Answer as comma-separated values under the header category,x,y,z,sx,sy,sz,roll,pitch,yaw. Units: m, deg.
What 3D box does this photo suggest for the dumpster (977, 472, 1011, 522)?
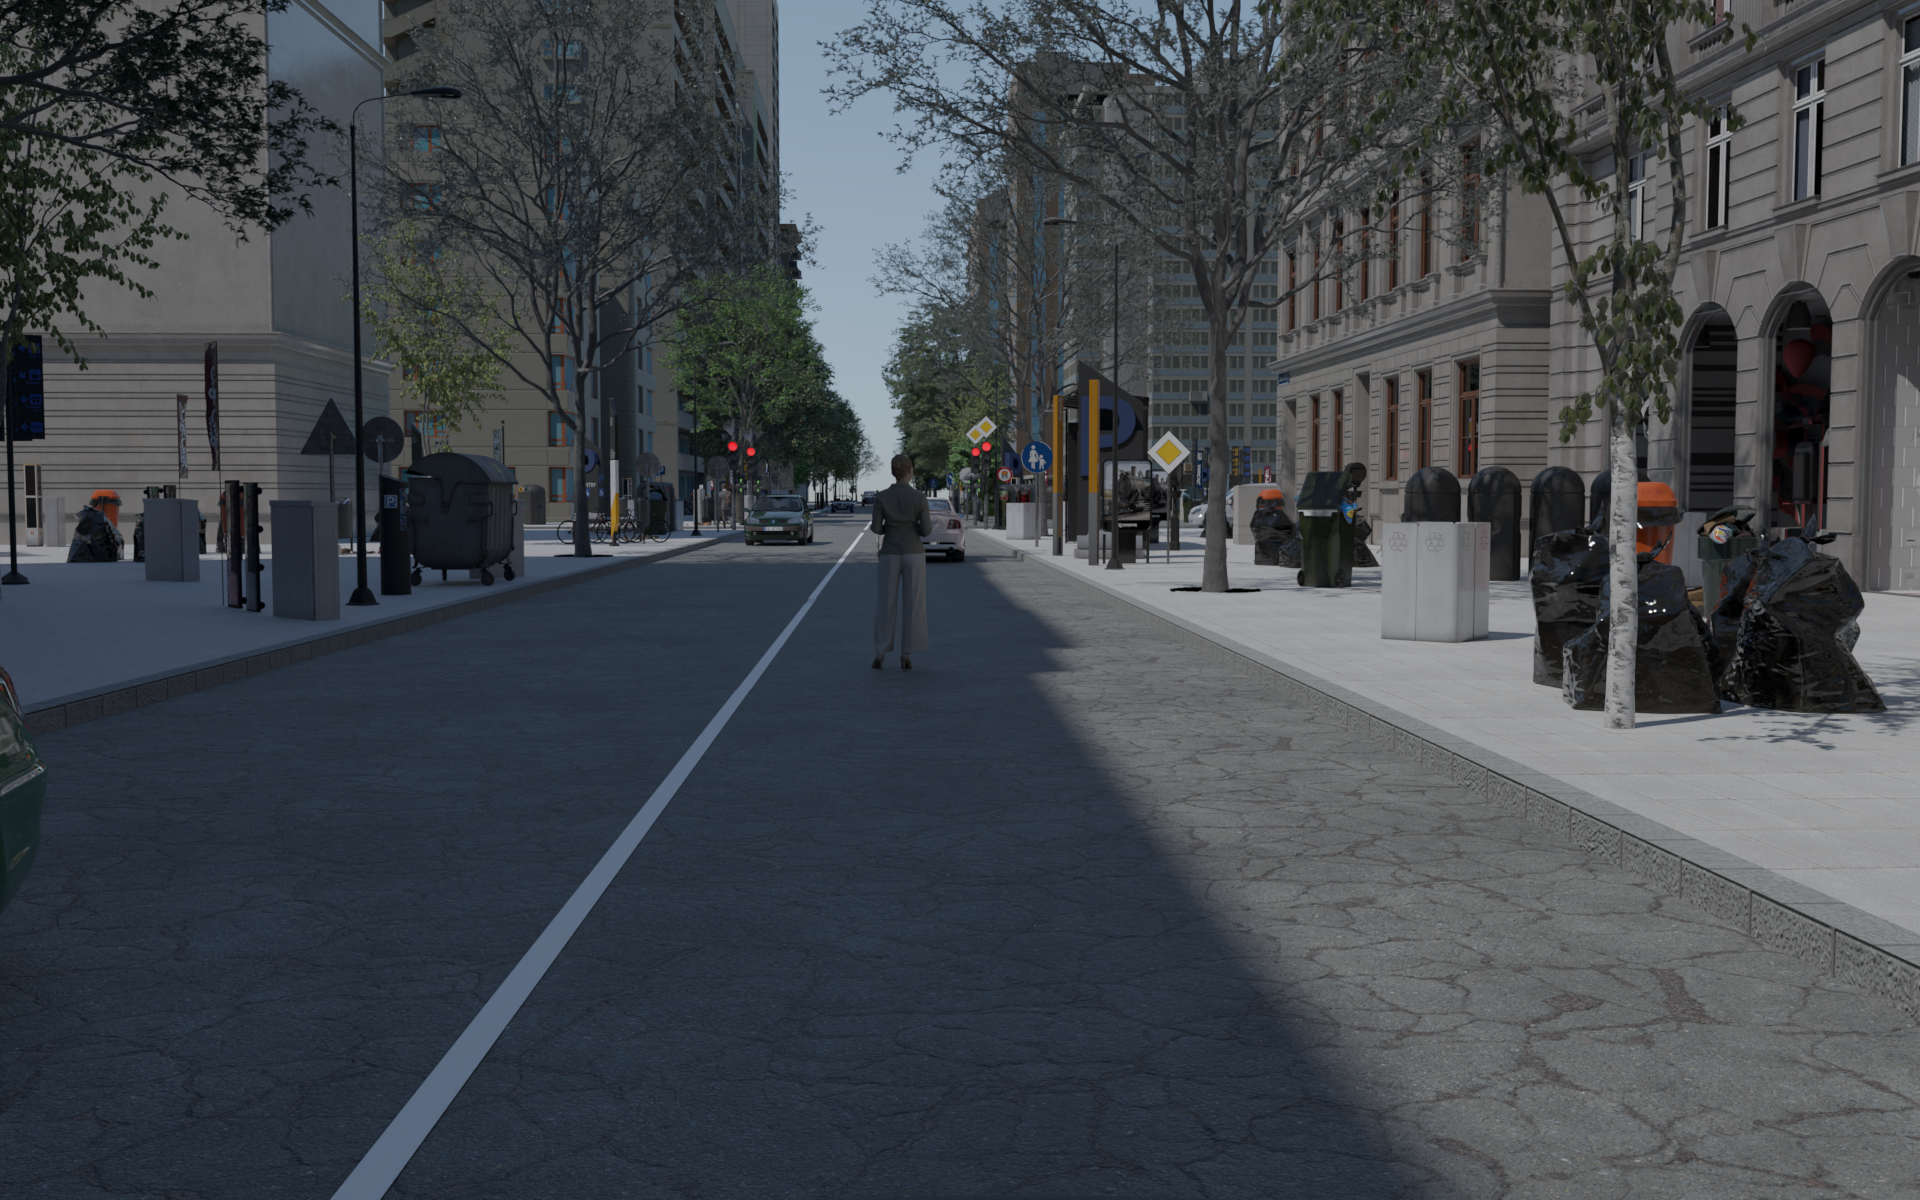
category,x,y,z,sx,sy,sz,roll,pitch,yaw
dumpster,1.503,-4.584,77.446,1.502,2.255,1.985,0,4,-2

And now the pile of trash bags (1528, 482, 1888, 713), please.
category,x,y,z,sx,sy,sz,roll,pitch,yaw
pile of trash bags,4.815,-0.116,11.648,1.912,1.369,3.447,1,4,12

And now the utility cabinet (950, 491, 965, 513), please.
category,x,y,z,sx,sy,sz,roll,pitch,yaw
utility cabinet,-0.088,-6.622,116.956,1.173,1.500,0.318,1,4,15

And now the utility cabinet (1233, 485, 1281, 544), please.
category,x,y,z,sx,sy,sz,roll,pitch,yaw
utility cabinet,7.513,-2.152,43.856,1.173,1.500,0.318,-1,4,-17

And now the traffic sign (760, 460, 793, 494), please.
category,x,y,z,sx,sy,sz,roll,pitch,yaw
traffic sign,-10.805,-6.526,100.574,2.265,3.308,0.079,0,4,3

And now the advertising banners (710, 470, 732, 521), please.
category,x,y,z,sx,sy,sz,roll,pitch,yaw
advertising banners,-11.280,-5.283,82.572,0.090,3.025,2.074,2,4,26

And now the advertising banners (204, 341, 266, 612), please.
category,x,y,z,sx,sy,sz,roll,pitch,yaw
advertising banners,-8.168,-1.422,19.442,0.090,3.025,2.074,-3,4,-37

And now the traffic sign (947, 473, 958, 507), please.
category,x,y,z,sx,sy,sz,roll,pitch,yaw
traffic sign,-0.424,-6.386,104.517,0.768,2.556,0.104,0,4,-1

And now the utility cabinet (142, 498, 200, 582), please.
category,x,y,z,sx,sy,sz,roll,pitch,yaw
utility cabinet,-11.660,-0.885,25.625,1.020,1.237,0.306,2,4,35

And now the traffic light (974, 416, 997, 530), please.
category,x,y,z,sx,sy,sz,roll,pitch,yaw
traffic light,0.920,-4.493,62.376,0.839,4.253,0.868,0,4,-2

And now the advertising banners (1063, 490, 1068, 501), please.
category,x,y,z,sx,sy,sz,roll,pitch,yaw
advertising banners,4.178,-3.948,60.740,2.074,3.025,0.090,-2,4,-30

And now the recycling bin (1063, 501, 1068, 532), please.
category,x,y,z,sx,sy,sz,roll,pitch,yaw
recycling bin,3.984,-2.871,59.493,0.722,1.027,0.722,2,4,23

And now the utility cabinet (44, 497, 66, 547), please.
category,x,y,z,sx,sy,sz,roll,pitch,yaw
utility cabinet,-22.094,-1.904,42.290,0.306,1.237,1.020,-1,4,-18

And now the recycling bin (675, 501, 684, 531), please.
category,x,y,z,sx,sy,sz,roll,pitch,yaw
recycling bin,-10.130,-2.942,60.651,0.722,1.027,0.722,1,4,11

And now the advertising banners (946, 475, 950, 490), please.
category,x,y,z,sx,sy,sz,roll,pitch,yaw
advertising banners,-0.421,-7.576,120.056,0.090,3.025,2.074,2,4,34

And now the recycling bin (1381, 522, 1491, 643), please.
category,x,y,z,sx,sy,sz,roll,pitch,yaw
recycling bin,4.215,-0.171,15.345,0.722,1.027,0.722,3,5,41

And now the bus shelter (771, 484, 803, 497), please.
category,x,y,z,sx,sy,sz,roll,pitch,yaw
bus shelter,-11.758,-7.411,115.085,2.014,3.302,5.546,0,4,-2

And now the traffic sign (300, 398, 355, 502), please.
category,x,y,z,sx,sy,sz,roll,pitch,yaw
traffic sign,-8.514,-1.437,23.494,0.884,2.594,0.081,0,4,4

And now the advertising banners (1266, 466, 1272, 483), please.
category,x,y,z,sx,sy,sz,roll,pitch,yaw
advertising banners,18.714,-6.895,108.920,0.090,3.025,2.074,-3,5,-41

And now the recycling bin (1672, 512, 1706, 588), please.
category,x,y,z,sx,sy,sz,roll,pitch,yaw
recycling bin,9.734,-0.690,23.839,0.722,1.027,0.722,-2,4,-28

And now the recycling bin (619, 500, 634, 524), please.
category,x,y,z,sx,sy,sz,roll,pitch,yaw
recycling bin,-14.510,-3.816,74.952,0.722,1.027,0.722,-1,4,-19

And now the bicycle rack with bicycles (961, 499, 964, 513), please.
category,x,y,z,sx,sy,sz,roll,pitch,yaw
bicycle rack with bicycles,0.457,-6.224,115.149,2.925,0.926,2.852,0,4,7

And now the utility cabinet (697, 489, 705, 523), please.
category,x,y,z,sx,sy,sz,roll,pitch,yaw
utility cabinet,-11.420,-4.102,75.752,0.318,1.500,1.173,0,4,1

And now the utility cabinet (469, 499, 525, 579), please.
category,x,y,z,sx,sy,sz,roll,pitch,yaw
utility cabinet,-7.123,-0.947,26.648,0.306,1.237,1.020,1,4,23

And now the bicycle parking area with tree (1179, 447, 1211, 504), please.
category,x,y,z,sx,sy,sz,roll,pitch,yaw
bicycle parking area with tree,12.578,-7.324,106.749,8.231,4.147,9.016,2,4,25

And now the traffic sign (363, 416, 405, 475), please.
category,x,y,z,sx,sy,sz,roll,pitch,yaw
traffic sign,-9.465,-1.728,28.354,0.768,2.556,0.104,0,4,6

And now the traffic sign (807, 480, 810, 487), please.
category,x,y,z,sx,sy,sz,roll,pitch,yaw
traffic sign,-12.353,-8.474,138.657,0.768,2.556,0.104,0,4,-1

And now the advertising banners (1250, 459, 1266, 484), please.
category,x,y,z,sx,sy,sz,roll,pitch,yaw
advertising banners,14.846,-5.543,86.815,0.090,3.025,2.074,2,4,28

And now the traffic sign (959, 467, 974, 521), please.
category,x,y,z,sx,sy,sz,roll,pitch,yaw
traffic sign,0.337,-5.041,82.528,0.768,2.556,0.104,0,3,0

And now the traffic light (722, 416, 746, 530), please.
category,x,y,z,sx,sy,sz,roll,pitch,yaw
traffic light,-8.084,-4.470,62.009,0.839,4.253,0.868,0,4,-2

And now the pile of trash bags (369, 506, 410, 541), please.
category,x,y,z,sx,sy,sz,roll,pitch,yaw
pile of trash bags,-14.345,-2.266,46.805,3.447,1.369,1.912,2,4,34

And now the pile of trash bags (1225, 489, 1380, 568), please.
category,x,y,z,sx,sy,sz,roll,pitch,yaw
pile of trash bags,6.173,-1.332,31.537,1.912,1.369,3.447,-1,4,-13

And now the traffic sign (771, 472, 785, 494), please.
category,x,y,z,sx,sy,sz,roll,pitch,yaw
traffic sign,-10.266,-5.965,97.632,0.768,2.556,0.104,0,4,0

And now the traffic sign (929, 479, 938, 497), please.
category,x,y,z,sx,sy,sz,roll,pitch,yaw
traffic sign,-2.220,-8.887,145.402,0.768,2.556,0.104,0,4,-1

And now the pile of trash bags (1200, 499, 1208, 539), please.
category,x,y,z,sx,sy,sz,roll,pitch,yaw
pile of trash bags,7.918,-2.439,49.627,1.912,1.369,3.447,0,4,4

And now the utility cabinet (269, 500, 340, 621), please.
category,x,y,z,sx,sy,sz,roll,pitch,yaw
utility cabinet,-6.785,-0.415,17.952,0.306,1.237,1.020,-3,5,-44

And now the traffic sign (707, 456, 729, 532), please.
category,x,y,z,sx,sy,sz,roll,pitch,yaw
traffic sign,-8.149,-3.556,58.252,0.768,2.556,0.104,0,4,7

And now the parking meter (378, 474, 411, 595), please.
category,x,y,z,sx,sy,sz,roll,pitch,yaw
parking meter,-7.199,-0.835,22.071,0.372,1.533,0.369,0,3,0

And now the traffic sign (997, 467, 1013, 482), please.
category,x,y,z,sx,sy,sz,roll,pitch,yaw
traffic sign,2.075,-4.924,80.610,0.768,2.556,0.104,0,4,1

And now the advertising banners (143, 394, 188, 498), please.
category,x,y,z,sx,sy,sz,roll,pitch,yaw
advertising banners,-13.582,-2.051,29.729,0.090,3.025,2.074,0,4,-5

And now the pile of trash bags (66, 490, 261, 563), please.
category,x,y,z,sx,sy,sz,roll,pitch,yaw
pile of trash bags,-15.294,-1.433,33.177,3.447,1.369,1.912,0,4,-3

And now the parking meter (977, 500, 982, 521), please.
category,x,y,z,sx,sy,sz,roll,pitch,yaw
parking meter,0.889,-4.501,82.009,0.372,1.533,0.369,0,3,0

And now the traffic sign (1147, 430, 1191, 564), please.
category,x,y,z,sx,sy,sz,roll,pitch,yaw
traffic sign,3.792,-1.855,31.511,0.795,2.450,0.064,0,4,5

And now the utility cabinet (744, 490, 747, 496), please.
category,x,y,z,sx,sy,sz,roll,pitch,yaw
utility cabinet,-12.349,-5.742,102.562,1.173,1.500,0.318,0,4,-6

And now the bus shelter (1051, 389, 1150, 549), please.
category,x,y,z,sx,sy,sz,roll,pitch,yaw
bus shelter,3.347,-3.100,41.973,1.731,3.624,6.357,0,4,-2

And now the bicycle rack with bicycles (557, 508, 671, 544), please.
category,x,y,z,sx,sy,sz,roll,pitch,yaw
bicycle rack with bicycles,-9.047,-1.955,45.352,2.925,0.926,2.852,-1,4,-12

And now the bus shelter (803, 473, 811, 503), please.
category,x,y,z,sx,sy,sz,roll,pitch,yaw
bus shelter,-12.580,-8.624,134.927,2.014,3.302,5.546,0,4,-2

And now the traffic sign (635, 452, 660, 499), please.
category,x,y,z,sx,sy,sz,roll,pitch,yaw
traffic sign,-9.533,-3.227,52.869,0.768,2.556,0.104,0,4,2

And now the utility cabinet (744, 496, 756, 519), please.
category,x,y,z,sx,sy,sz,roll,pitch,yaw
utility cabinet,-8.901,-3.796,73.220,0.306,1.237,1.020,1,4,12

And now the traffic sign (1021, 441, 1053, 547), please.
category,x,y,z,sx,sy,sz,roll,pitch,yaw
traffic sign,1.864,-2.556,41.895,0.768,2.556,0.104,0,4,4

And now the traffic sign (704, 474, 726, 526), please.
category,x,y,z,sx,sy,sz,roll,pitch,yaw
traffic sign,-9.813,-4.249,69.470,0.884,2.594,0.081,0,4,3

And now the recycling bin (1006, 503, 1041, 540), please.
category,x,y,z,sx,sy,sz,roll,pitch,yaw
recycling bin,1.796,-2.222,48.887,0.722,1.027,0.722,-3,5,-41

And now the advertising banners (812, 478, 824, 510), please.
category,x,y,z,sx,sy,sz,roll,pitch,yaw
advertising banners,-11.662,-8.929,142.170,0.090,3.025,2.074,-2,4,-31

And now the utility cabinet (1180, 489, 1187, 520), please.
category,x,y,z,sx,sy,sz,roll,pitch,yaw
utility cabinet,10.971,-4.564,83.296,0.318,1.500,1.173,2,4,32

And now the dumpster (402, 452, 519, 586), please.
category,x,y,z,sx,sy,sz,roll,pitch,yaw
dumpster,-7.128,-1.163,24.779,1.264,1.857,1.865,0,4,-2

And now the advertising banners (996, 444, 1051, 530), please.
category,x,y,z,sx,sy,sz,roll,pitch,yaw
advertising banners,2.246,-3.976,61.203,2.074,3.025,0.090,2,4,23

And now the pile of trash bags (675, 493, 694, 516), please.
category,x,y,z,sx,sy,sz,roll,pitch,yaw
pile of trash bags,-16.659,-5.807,104.704,1.912,1.369,3.447,1,4,15

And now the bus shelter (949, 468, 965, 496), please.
category,x,y,z,sx,sy,sz,roll,pitch,yaw
bus shelter,0.010,-9.958,140.448,2.179,5.291,8.768,0,4,-2
